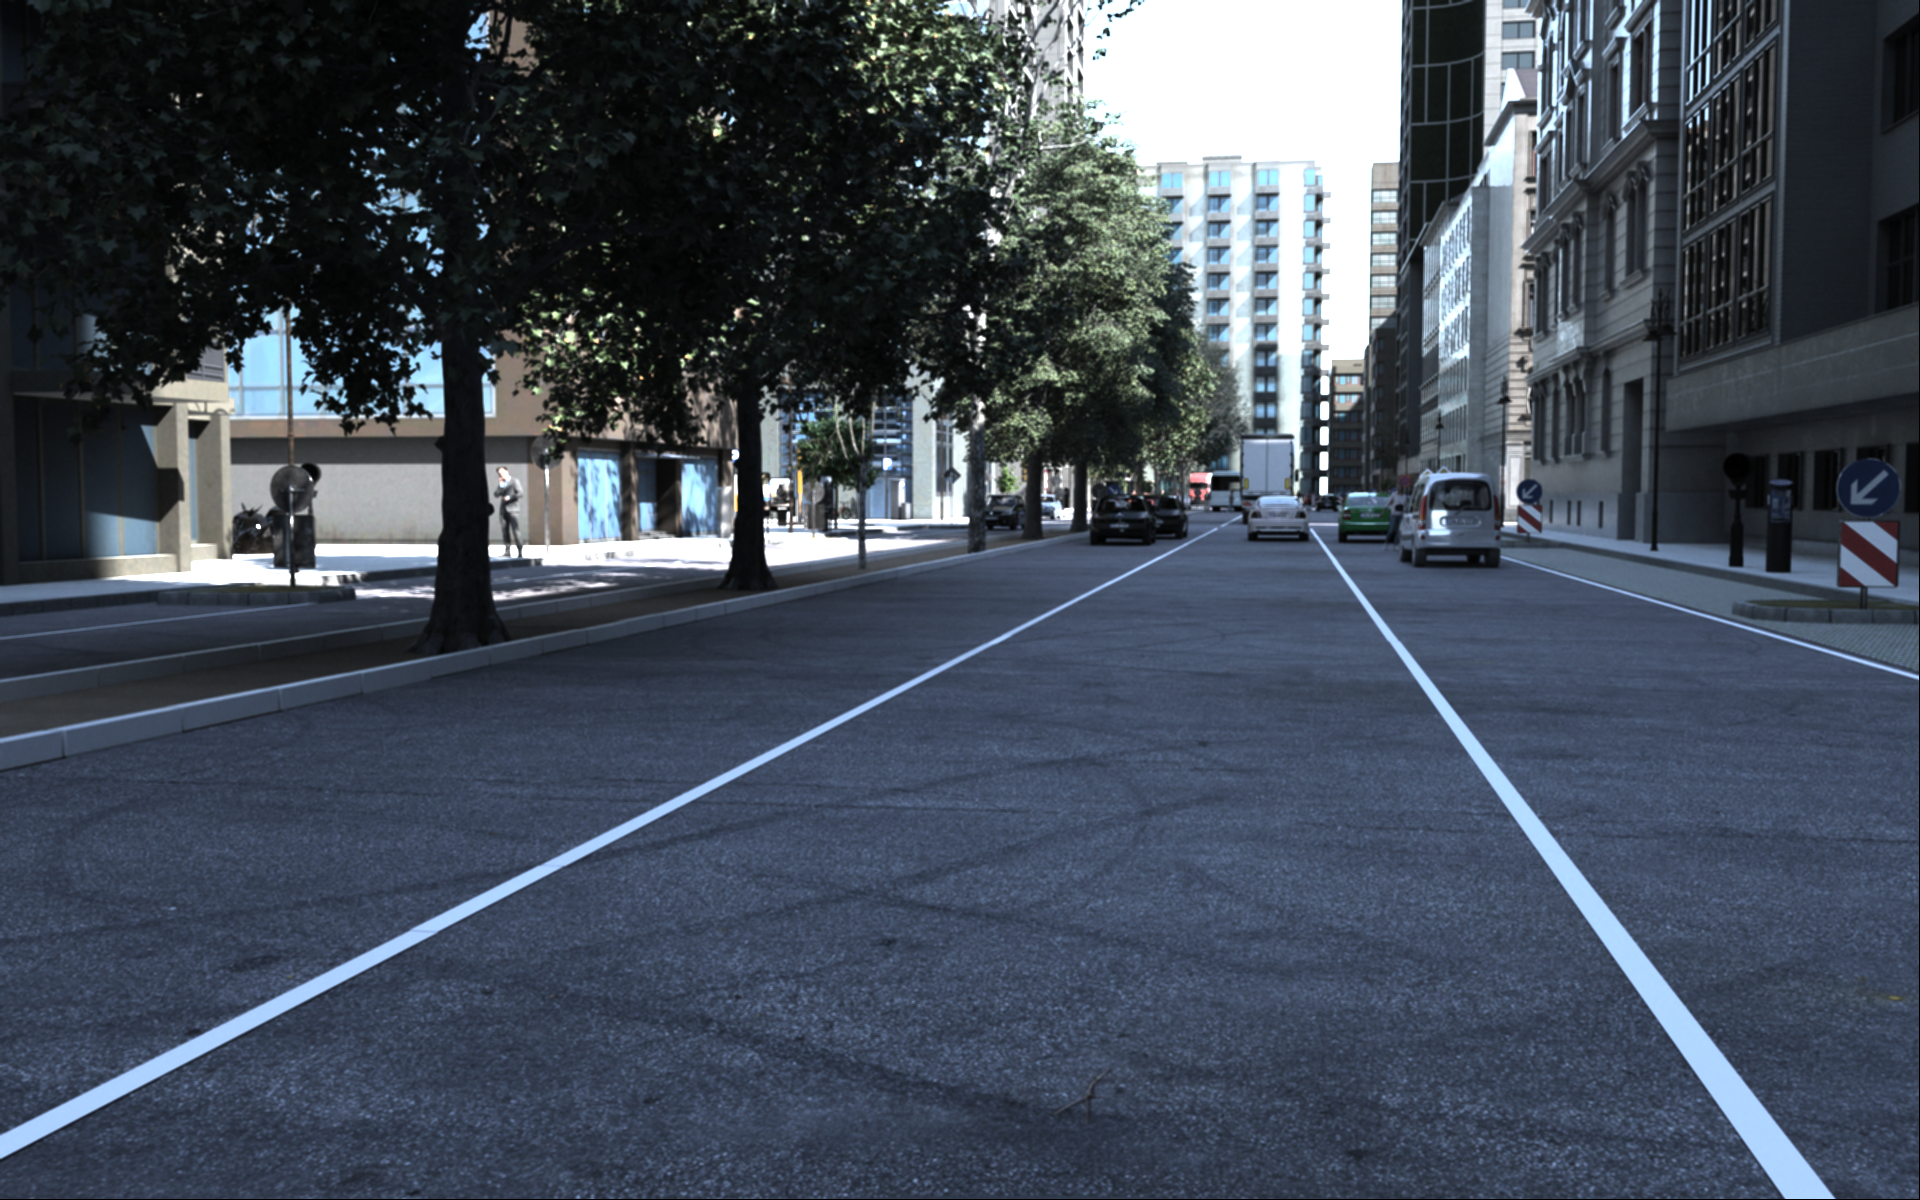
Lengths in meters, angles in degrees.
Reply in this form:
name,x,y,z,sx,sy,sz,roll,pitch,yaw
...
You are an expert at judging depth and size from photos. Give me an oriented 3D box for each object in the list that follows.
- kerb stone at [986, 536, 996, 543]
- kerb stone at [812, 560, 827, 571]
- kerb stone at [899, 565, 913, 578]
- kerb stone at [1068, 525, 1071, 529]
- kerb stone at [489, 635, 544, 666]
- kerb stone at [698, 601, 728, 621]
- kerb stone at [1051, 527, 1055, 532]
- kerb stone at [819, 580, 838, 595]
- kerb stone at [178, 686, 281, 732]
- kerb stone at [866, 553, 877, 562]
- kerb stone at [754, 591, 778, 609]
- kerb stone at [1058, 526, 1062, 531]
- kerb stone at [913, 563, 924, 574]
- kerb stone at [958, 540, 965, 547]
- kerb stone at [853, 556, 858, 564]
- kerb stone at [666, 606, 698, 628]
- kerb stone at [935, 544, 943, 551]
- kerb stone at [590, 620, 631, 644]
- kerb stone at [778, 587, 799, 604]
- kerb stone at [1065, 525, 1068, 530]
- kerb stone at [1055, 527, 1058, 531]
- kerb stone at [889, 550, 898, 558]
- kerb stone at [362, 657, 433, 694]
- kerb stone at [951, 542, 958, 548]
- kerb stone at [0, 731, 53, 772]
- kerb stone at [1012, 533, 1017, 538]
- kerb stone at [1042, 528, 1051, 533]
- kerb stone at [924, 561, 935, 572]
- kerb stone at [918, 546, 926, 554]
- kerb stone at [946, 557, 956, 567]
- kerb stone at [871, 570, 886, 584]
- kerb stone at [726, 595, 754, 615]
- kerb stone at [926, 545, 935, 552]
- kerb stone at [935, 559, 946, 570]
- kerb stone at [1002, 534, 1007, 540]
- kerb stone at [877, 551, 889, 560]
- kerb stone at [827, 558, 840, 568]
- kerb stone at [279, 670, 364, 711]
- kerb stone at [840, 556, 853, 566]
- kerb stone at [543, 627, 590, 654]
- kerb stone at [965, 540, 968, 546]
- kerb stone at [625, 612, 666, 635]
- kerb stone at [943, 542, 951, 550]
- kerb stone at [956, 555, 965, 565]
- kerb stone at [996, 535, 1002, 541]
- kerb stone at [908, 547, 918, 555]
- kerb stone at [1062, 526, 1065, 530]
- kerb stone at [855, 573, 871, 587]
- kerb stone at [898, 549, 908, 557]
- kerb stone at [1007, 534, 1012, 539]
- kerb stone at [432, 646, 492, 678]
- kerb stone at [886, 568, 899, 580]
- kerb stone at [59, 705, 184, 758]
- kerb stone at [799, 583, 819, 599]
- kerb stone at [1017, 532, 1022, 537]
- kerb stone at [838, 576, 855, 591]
name,x,y,z,sx,sy,sz,roll,pitch,yaw
kerb stone,0.862,-1.799,51.632,0.120,0.150,1.000,1,4,11
kerb stone,-2.734,-0.626,32.444,0.120,0.150,1.000,1,4,11
kerb stone,-1.029,-0.482,30.083,0.120,0.150,1.000,1,4,11
kerb stone,4.274,-2.909,69.762,0.120,0.150,1.000,1,4,11
kerb stone,-3.874,0.444,14.936,0.120,0.150,1.000,1,4,11
kerb stone,-2.928,0.135,19.996,0.120,0.150,1.000,1,4,11
kerb stone,3.321,-2.602,64.737,0.120,0.150,1.000,1,4,11
kerb stone,-1.988,-0.171,25.035,0.120,0.150,1.000,1,4,11
kerb stone,-4.636,0.690,10.917,0.120,0.150,1.000,1,4,11
kerb stone,-1.977,-0.867,36.479,0.120,0.150,1.000,1,4,11
kerb stone,-2.552,0.011,22.019,0.120,0.150,1.000,1,4,11
kerb stone,3.698,-2.725,66.745,0.120,0.150,1.000,1,4,11
kerb stone,-0.857,-0.544,31.091,0.120,0.150,1.000,1,4,11
kerb stone,-0.077,-1.485,46.578,0.120,0.150,1.000,1,4,11
kerb stone,-2.169,-0.812,35.464,0.120,0.150,1.000,1,4,11
kerb stone,-3.122,0.199,18.992,0.120,0.150,1.000,1,4,11
kerb stone,-0.650,-1.304,43.551,0.120,0.150,1.000,1,4,11
kerb stone,-3.495,0.328,16.967,0.120,0.150,1.000,1,4,11
kerb stone,-2.364,-0.049,23.024,0.120,0.150,1.000,1,4,11
kerb stone,4.078,-2.848,68.754,0.120,0.150,1.000,1,4,11
kerb stone,3.514,-2.663,65.740,0.120,0.150,1.000,1,4,11
kerb stone,-1.600,-0.997,38.500,0.120,0.150,1.000,1,4,11
kerb stone,-4.247,0.568,12.924,0.120,0.150,1.000,1,4,11
kerb stone,-0.277,-1.429,45.576,0.120,0.150,1.000,1,4,11
kerb stone,-5.014,0.814,8.895,0.120,0.150,1.000,1,4,11
kerb stone,1.623,-2.046,55.664,0.120,0.150,1.000,1,4,11
kerb stone,3.136,-2.540,63.728,0.120,0.150,1.000,1,4,11
kerb stone,-0.661,-0.605,32.094,0.120,0.150,1.000,1,4,11
kerb stone,-1.029,-1.183,41.531,0.120,0.150,1.000,1,4,11
kerb stone,-0.279,-0.725,34.106,0.120,0.150,1.000,1,4,11
kerb stone,-1.419,-0.357,28.056,0.120,0.150,1.000,1,4,11
kerb stone,-2.737,0.072,21.014,0.120,0.150,1.000,1,4,11
kerb stone,-0.842,-1.244,42.537,0.120,0.150,1.000,1,4,11
kerb stone,-0.471,-0.663,33.098,0.120,0.150,1.000,1,4,11
kerb stone,1.252,-1.924,53.647,0.120,0.150,1.000,1,4,11
kerb stone,-1.772,-0.934,37.492,0.120,0.150,1.000,1,4,11
kerb stone,-2.547,-0.685,33.455,0.120,0.150,1.000,1,4,11
kerb stone,-4.440,0.628,11.920,0.120,0.150,1.000,1,4,11
kerb stone,-2.353,-0.750,34.459,0.120,0.150,1.000,1,4,11
kerb stone,-3.691,0.384,15.961,0.120,0.150,1.000,1,4,11
kerb stone,0.108,-1.553,47.590,0.120,0.150,1.000,1,4,11
kerb stone,-3.314,0.258,17.983,0.120,0.150,1.000,1,4,11
kerb stone,-0.457,-1.368,44.566,0.120,0.150,1.000,1,4,11
kerb stone,-0.099,-0.790,35.112,0.120,0.150,1.000,1,4,11
kerb stone,1.055,-1.858,52.641,0.120,0.150,1.000,1,4,11
kerb stone,-1.213,-1.121,40.526,0.120,0.150,1.000,1,4,11
kerb stone,3.887,-2.786,67.750,0.120,0.150,1.000,1,4,11
kerb stone,-1.612,-0.290,27.052,0.120,0.150,1.000,1,4,11
kerb stone,-1.415,-1.059,39.507,0.120,0.150,1.000,1,4,11
kerb stone,1.434,-1.985,54.652,0.120,0.150,1.000,1,4,11
kerb stone,-4.067,0.509,13.930,0.120,0.150,1.000,1,4,11
kerb stone,-1.230,-0.420,29.060,0.120,0.150,1.000,1,4,11
kerb stone,-4.817,0.752,9.902,0.120,0.150,1.000,1,4,11
kerb stone,-2.180,-0.110,24.029,0.120,0.150,1.000,1,4,11
kerb stone,1.809,-2.108,56.684,0.120,0.150,1.000,1,4,11
kerb stone,-1.793,-0.231,26.046,0.120,0.150,1.000,1,4,11
